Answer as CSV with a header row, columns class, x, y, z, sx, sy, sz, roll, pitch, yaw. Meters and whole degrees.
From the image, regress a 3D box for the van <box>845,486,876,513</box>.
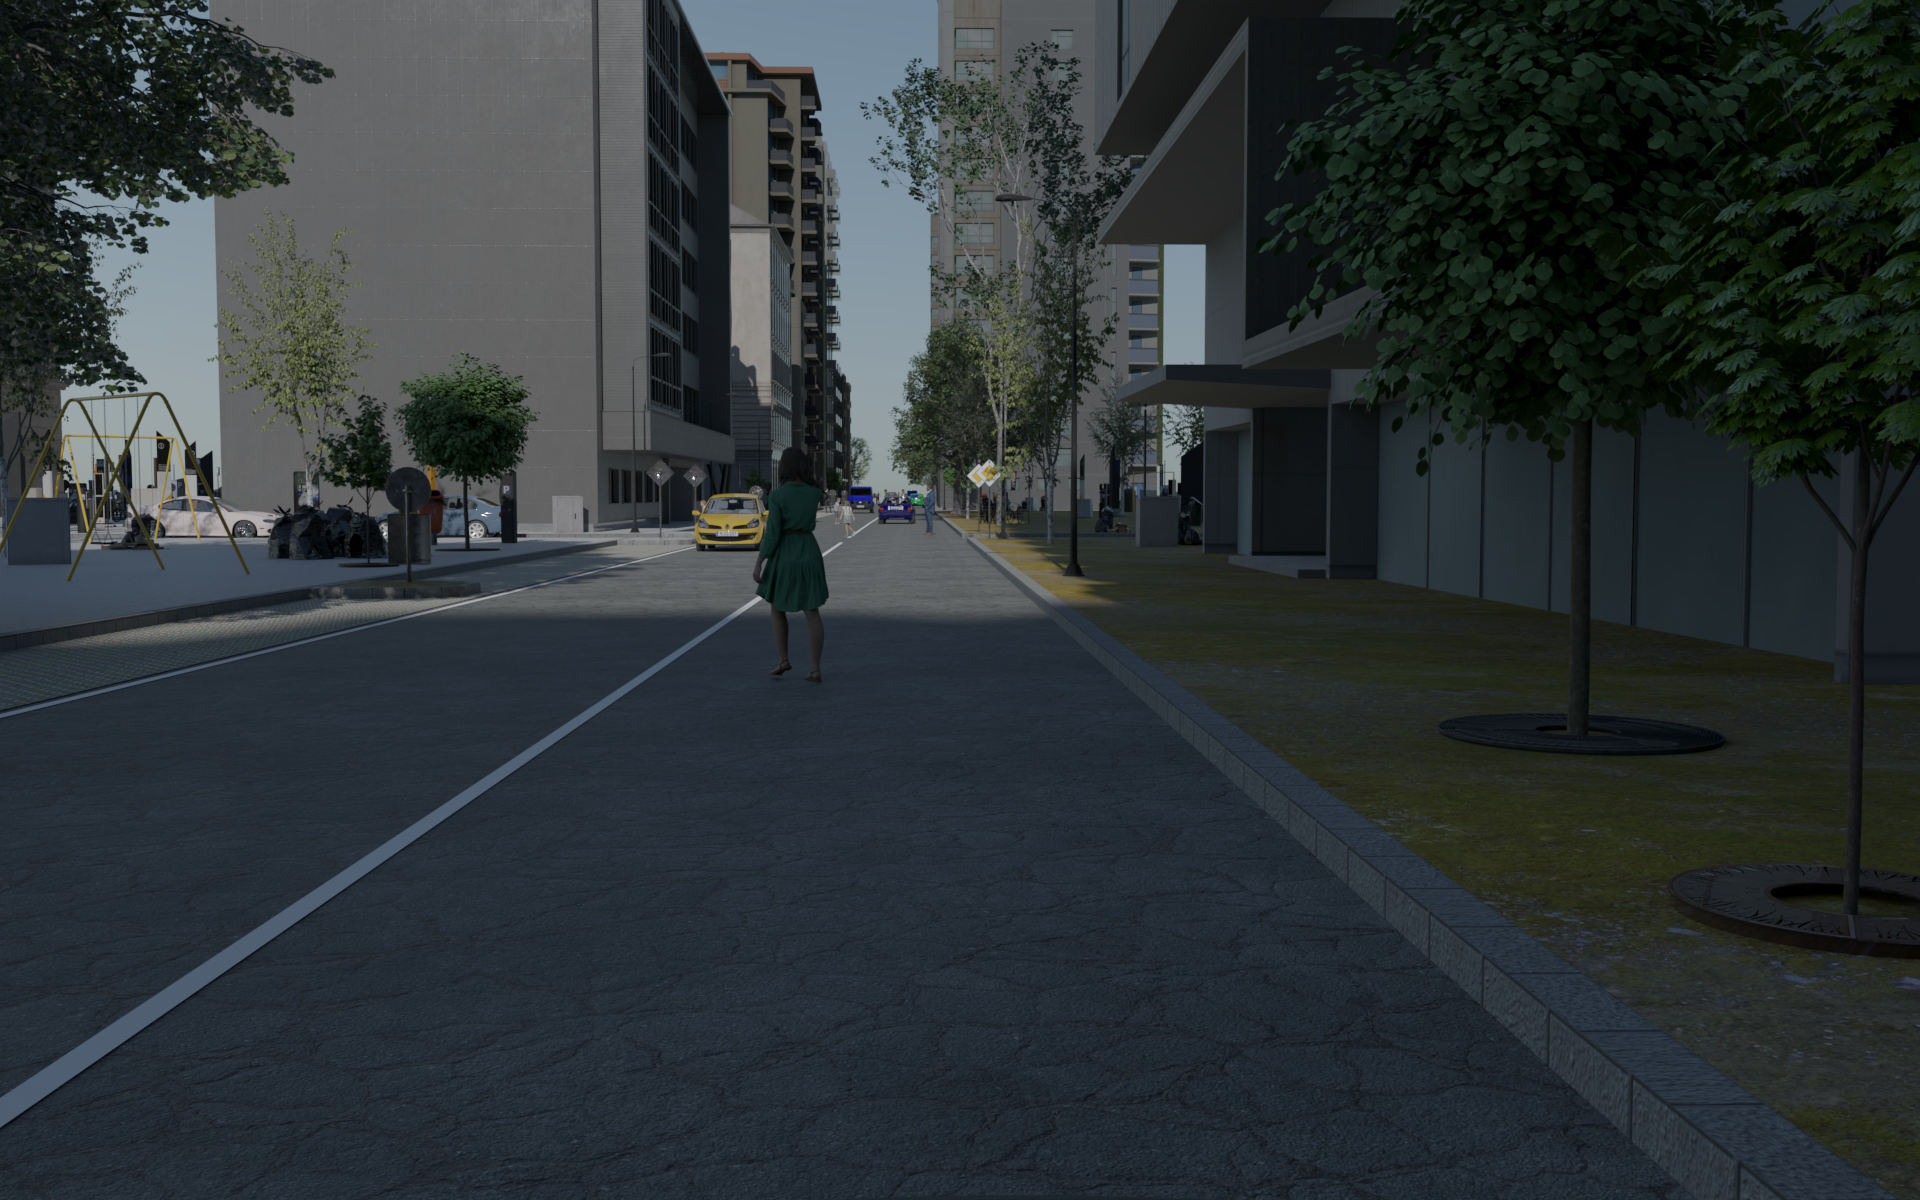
class,x,y,z,sx,sy,sz,roll,pitch,yaw
van,-7.413,-7.668,129.754,2.240,2.365,5.245,0,4,-2

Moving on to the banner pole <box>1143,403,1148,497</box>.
class,x,y,z,sx,sy,sz,roll,pitch,yaw
banner pole,5.082,-3.522,47.597,0.401,3.779,0.863,0,4,6

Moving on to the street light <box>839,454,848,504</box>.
class,x,y,z,sx,sy,sz,roll,pitch,yaw
street light,-14.105,-14.020,201.775,1.470,5.913,1.316,0,4,-2

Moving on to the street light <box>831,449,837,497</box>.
class,x,y,z,sx,sy,sz,roll,pitch,yaw
street light,-13.568,-12.643,179.248,1.470,5.913,1.316,0,4,-2

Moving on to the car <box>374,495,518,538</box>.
class,x,y,z,sx,sy,sz,roll,pitch,yaw
car,-16.146,-2.576,54.114,4.499,1.417,2.014,0,4,0

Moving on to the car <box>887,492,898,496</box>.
class,x,y,z,sx,sy,sz,roll,pitch,yaw
car,-11.373,-17.152,289.100,2.281,1.827,5.304,0,4,-3

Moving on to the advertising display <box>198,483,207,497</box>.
class,x,y,z,sx,sy,sz,roll,pitch,yaw
advertising display,-43.495,-5.712,98.604,0.123,1.923,0.974,2,4,34

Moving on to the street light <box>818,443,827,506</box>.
class,x,y,z,sx,sy,sz,roll,pitch,yaw
street light,-12.898,-11.254,156.536,1.470,5.913,1.316,0,4,-2

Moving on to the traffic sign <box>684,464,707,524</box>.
class,x,y,z,sx,sy,sz,roll,pitch,yaw
traffic sign,-8.766,-3.289,57.414,0.795,2.450,0.064,0,4,-2

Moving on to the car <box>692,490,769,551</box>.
class,x,y,z,sx,sy,sz,roll,pitch,yaw
car,-5.807,-2.099,44.540,2.015,1.641,3.980,0,4,-2

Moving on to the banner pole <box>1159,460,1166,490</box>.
class,x,y,z,sx,sy,sz,roll,pitch,yaw
banner pole,15.071,-8.485,128.748,0.401,3.779,0.863,-2,4,-32

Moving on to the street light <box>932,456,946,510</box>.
class,x,y,z,sx,sy,sz,roll,pitch,yaw
street light,-1.811,-10.287,140.733,1.470,5.913,1.316,0,4,-2

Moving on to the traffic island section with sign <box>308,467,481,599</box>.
class,x,y,z,sx,sy,sz,roll,pitch,yaw
traffic island section with sign,-7.904,-0.970,24.489,1.989,1.847,2.006,0,4,-2

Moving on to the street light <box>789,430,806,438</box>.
class,x,y,z,sx,sy,sz,roll,pitch,yaw
street light,-12.079,-9.324,124.982,1.470,5.913,1.316,0,4,-2

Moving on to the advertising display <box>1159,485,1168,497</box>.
class,x,y,z,sx,sy,sz,roll,pitch,yaw
advertising display,14.724,-7.310,124.727,0.123,1.923,0.974,-2,4,-34

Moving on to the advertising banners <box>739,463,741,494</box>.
class,x,y,z,sx,sy,sz,roll,pitch,yaw
advertising banners,-11.046,-5.544,86.826,0.090,3.025,2.074,0,4,-8

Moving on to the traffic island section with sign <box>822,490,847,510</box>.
class,x,y,z,sx,sy,sz,roll,pitch,yaw
traffic island section with sign,-11.506,-9.086,157.188,1.989,1.847,2.006,0,4,-2

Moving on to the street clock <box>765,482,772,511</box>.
class,x,y,z,sx,sy,sz,roll,pitch,yaw
street clock,-11.812,-6.251,106.767,0.358,2.002,0.471,-3,5,-44

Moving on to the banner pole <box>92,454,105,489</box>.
class,x,y,z,sx,sy,sz,roll,pitch,yaw
banner pole,-53.775,-7.219,108.053,0.863,3.779,0.401,-1,4,-9

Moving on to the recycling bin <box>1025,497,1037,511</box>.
class,x,y,z,sx,sy,sz,roll,pitch,yaw
recycling bin,5.425,-7.323,132.279,0.722,1.027,0.722,2,4,28

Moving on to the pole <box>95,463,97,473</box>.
class,x,y,z,sx,sy,sz,roll,pitch,yaw
pole,-57.365,-7.418,115.126,0.158,3.312,0.155,0,3,0

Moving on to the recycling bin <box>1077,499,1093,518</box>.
class,x,y,z,sx,sy,sz,roll,pitch,yaw
recycling bin,6.621,-4.840,91.693,0.722,1.027,0.722,1,4,17

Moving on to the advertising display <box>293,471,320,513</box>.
class,x,y,z,sx,sy,sz,roll,pitch,yaw
advertising display,-18.519,-2.685,49.114,0.123,1.923,0.974,1,4,18

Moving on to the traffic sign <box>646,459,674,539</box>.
class,x,y,z,sx,sy,sz,roll,pitch,yaw
traffic sign,-8.550,-2.801,49.431,0.795,2.450,0.064,0,4,-2

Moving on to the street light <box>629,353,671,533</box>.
class,x,y,z,sx,sy,sz,roll,pitch,yaw
street light,-10.224,-5.177,57.192,1.470,5.913,1.316,0,4,-2

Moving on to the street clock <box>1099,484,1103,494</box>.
class,x,y,z,sx,sy,sz,roll,pitch,yaw
street clock,9.920,-7.140,121.314,0.358,2.002,0.471,1,4,21

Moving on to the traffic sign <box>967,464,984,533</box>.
class,x,y,z,sx,sy,sz,roll,pitch,yaw
traffic sign,0.625,-3.303,57.647,0.795,2.450,0.064,0,4,-2

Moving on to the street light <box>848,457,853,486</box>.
class,x,y,z,sx,sy,sz,roll,pitch,yaw
street light,-14.476,-14.942,216.837,1.470,5.913,1.316,0,4,-2

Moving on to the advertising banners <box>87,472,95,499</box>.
class,x,y,z,sx,sy,sz,roll,pitch,yaw
advertising banners,-64.798,-8.092,128.498,2.074,3.025,0.090,-3,5,-44

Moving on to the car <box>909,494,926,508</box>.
class,x,y,z,sx,sy,sz,roll,pitch,yaw
car,-4.477,-10.387,178.625,1.959,1.807,4.718,0,4,-3

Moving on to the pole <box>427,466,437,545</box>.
class,x,y,z,sx,sy,sz,roll,pitch,yaw
pole,-13.258,-3.034,43.452,0.158,3.312,0.155,0,3,0

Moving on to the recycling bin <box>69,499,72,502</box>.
class,x,y,z,sx,sy,sz,roll,pitch,yaw
recycling bin,-48.227,-4.936,93.265,0.722,1.027,0.722,-2,4,-31

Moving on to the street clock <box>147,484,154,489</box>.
class,x,y,z,sx,sy,sz,roll,pitch,yaw
street clock,-60.952,-7.700,130.464,0.358,2.002,0.471,3,5,41

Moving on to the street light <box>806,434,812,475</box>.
class,x,y,z,sx,sy,sz,roll,pitch,yaw
street light,-12.288,-9.876,134.011,1.470,5.913,1.316,0,4,-2

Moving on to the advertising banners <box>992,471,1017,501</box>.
class,x,y,z,sx,sy,sz,roll,pitch,yaw
advertising banners,3.382,-8.254,131.142,2.074,3.025,0.090,2,4,26

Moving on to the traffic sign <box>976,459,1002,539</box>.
class,x,y,z,sx,sy,sz,roll,pitch,yaw
traffic sign,0.842,-2.815,49.665,0.795,2.450,0.064,0,4,-2

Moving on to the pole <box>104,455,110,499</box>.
class,x,y,z,sx,sy,sz,roll,pitch,yaw
pole,-45.036,-5.971,91.465,0.158,3.312,0.155,0,3,0

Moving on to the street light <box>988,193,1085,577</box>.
class,x,y,z,sx,sy,sz,roll,pitch,yaw
street light,1.237,-3.326,26.924,1.470,5.913,1.316,0,4,-2

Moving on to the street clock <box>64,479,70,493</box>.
class,x,y,z,sx,sy,sz,roll,pitch,yaw
street clock,-43.922,-4.916,84.954,0.471,2.002,0.358,-1,4,-16

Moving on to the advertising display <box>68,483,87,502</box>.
class,x,y,z,sx,sy,sz,roll,pitch,yaw
advertising display,-50.851,-5.789,99.864,0.974,1.923,0.123,-1,4,-12

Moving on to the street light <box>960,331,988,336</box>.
class,x,y,z,sx,sy,sz,roll,pitch,yaw
street light,0.700,-4.714,49.611,1.470,5.913,1.316,0,4,-2

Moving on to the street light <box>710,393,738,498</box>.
class,x,y,z,sx,sy,sz,roll,pitch,yaw
street light,-10.911,-6.555,79.715,1.470,5.913,1.316,0,4,-2

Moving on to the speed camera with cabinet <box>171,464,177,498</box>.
class,x,y,z,sx,sy,sz,roll,pitch,yaw
speed camera with cabinet,-52.542,-7.325,114.095,2.038,3.252,0.660,0,4,-5

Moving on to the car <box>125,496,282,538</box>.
class,x,y,z,sx,sy,sz,roll,pitch,yaw
car,-23.295,-2.529,53.714,4.827,1.381,2.083,0,4,0

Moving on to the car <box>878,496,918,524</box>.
class,x,y,z,sx,sy,sz,roll,pitch,yaw
car,-3.046,-4.372,84.062,1.945,1.354,3.894,0,4,0

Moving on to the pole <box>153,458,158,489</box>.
class,x,y,z,sx,sy,sz,roll,pitch,yaw
pole,-44.922,-6.297,96.806,0.158,3.312,0.155,0,3,0

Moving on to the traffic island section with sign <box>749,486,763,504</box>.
class,x,y,z,sx,sy,sz,roll,pitch,yaw
traffic island section with sign,-9.425,-4.388,80.371,1.989,1.847,2.006,0,4,-2

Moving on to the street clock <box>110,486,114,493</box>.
class,x,y,z,sx,sy,sz,roll,pitch,yaw
street clock,-64.496,-7.764,131.507,0.358,2.002,0.471,1,4,16

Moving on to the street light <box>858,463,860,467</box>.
class,x,y,z,sx,sy,sz,roll,pitch,yaw
street light,-15.720,-17.697,261.886,1.470,5.913,1.316,0,4,-2

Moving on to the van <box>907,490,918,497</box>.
class,x,y,z,sx,sy,sz,roll,pitch,yaw
van,-7.817,-17.035,282.904,2.240,2.365,5.245,0,4,-2

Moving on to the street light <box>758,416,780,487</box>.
class,x,y,z,sx,sy,sz,roll,pitch,yaw
street light,-11.332,-7.946,102.461,1.470,5.913,1.316,0,4,-2
